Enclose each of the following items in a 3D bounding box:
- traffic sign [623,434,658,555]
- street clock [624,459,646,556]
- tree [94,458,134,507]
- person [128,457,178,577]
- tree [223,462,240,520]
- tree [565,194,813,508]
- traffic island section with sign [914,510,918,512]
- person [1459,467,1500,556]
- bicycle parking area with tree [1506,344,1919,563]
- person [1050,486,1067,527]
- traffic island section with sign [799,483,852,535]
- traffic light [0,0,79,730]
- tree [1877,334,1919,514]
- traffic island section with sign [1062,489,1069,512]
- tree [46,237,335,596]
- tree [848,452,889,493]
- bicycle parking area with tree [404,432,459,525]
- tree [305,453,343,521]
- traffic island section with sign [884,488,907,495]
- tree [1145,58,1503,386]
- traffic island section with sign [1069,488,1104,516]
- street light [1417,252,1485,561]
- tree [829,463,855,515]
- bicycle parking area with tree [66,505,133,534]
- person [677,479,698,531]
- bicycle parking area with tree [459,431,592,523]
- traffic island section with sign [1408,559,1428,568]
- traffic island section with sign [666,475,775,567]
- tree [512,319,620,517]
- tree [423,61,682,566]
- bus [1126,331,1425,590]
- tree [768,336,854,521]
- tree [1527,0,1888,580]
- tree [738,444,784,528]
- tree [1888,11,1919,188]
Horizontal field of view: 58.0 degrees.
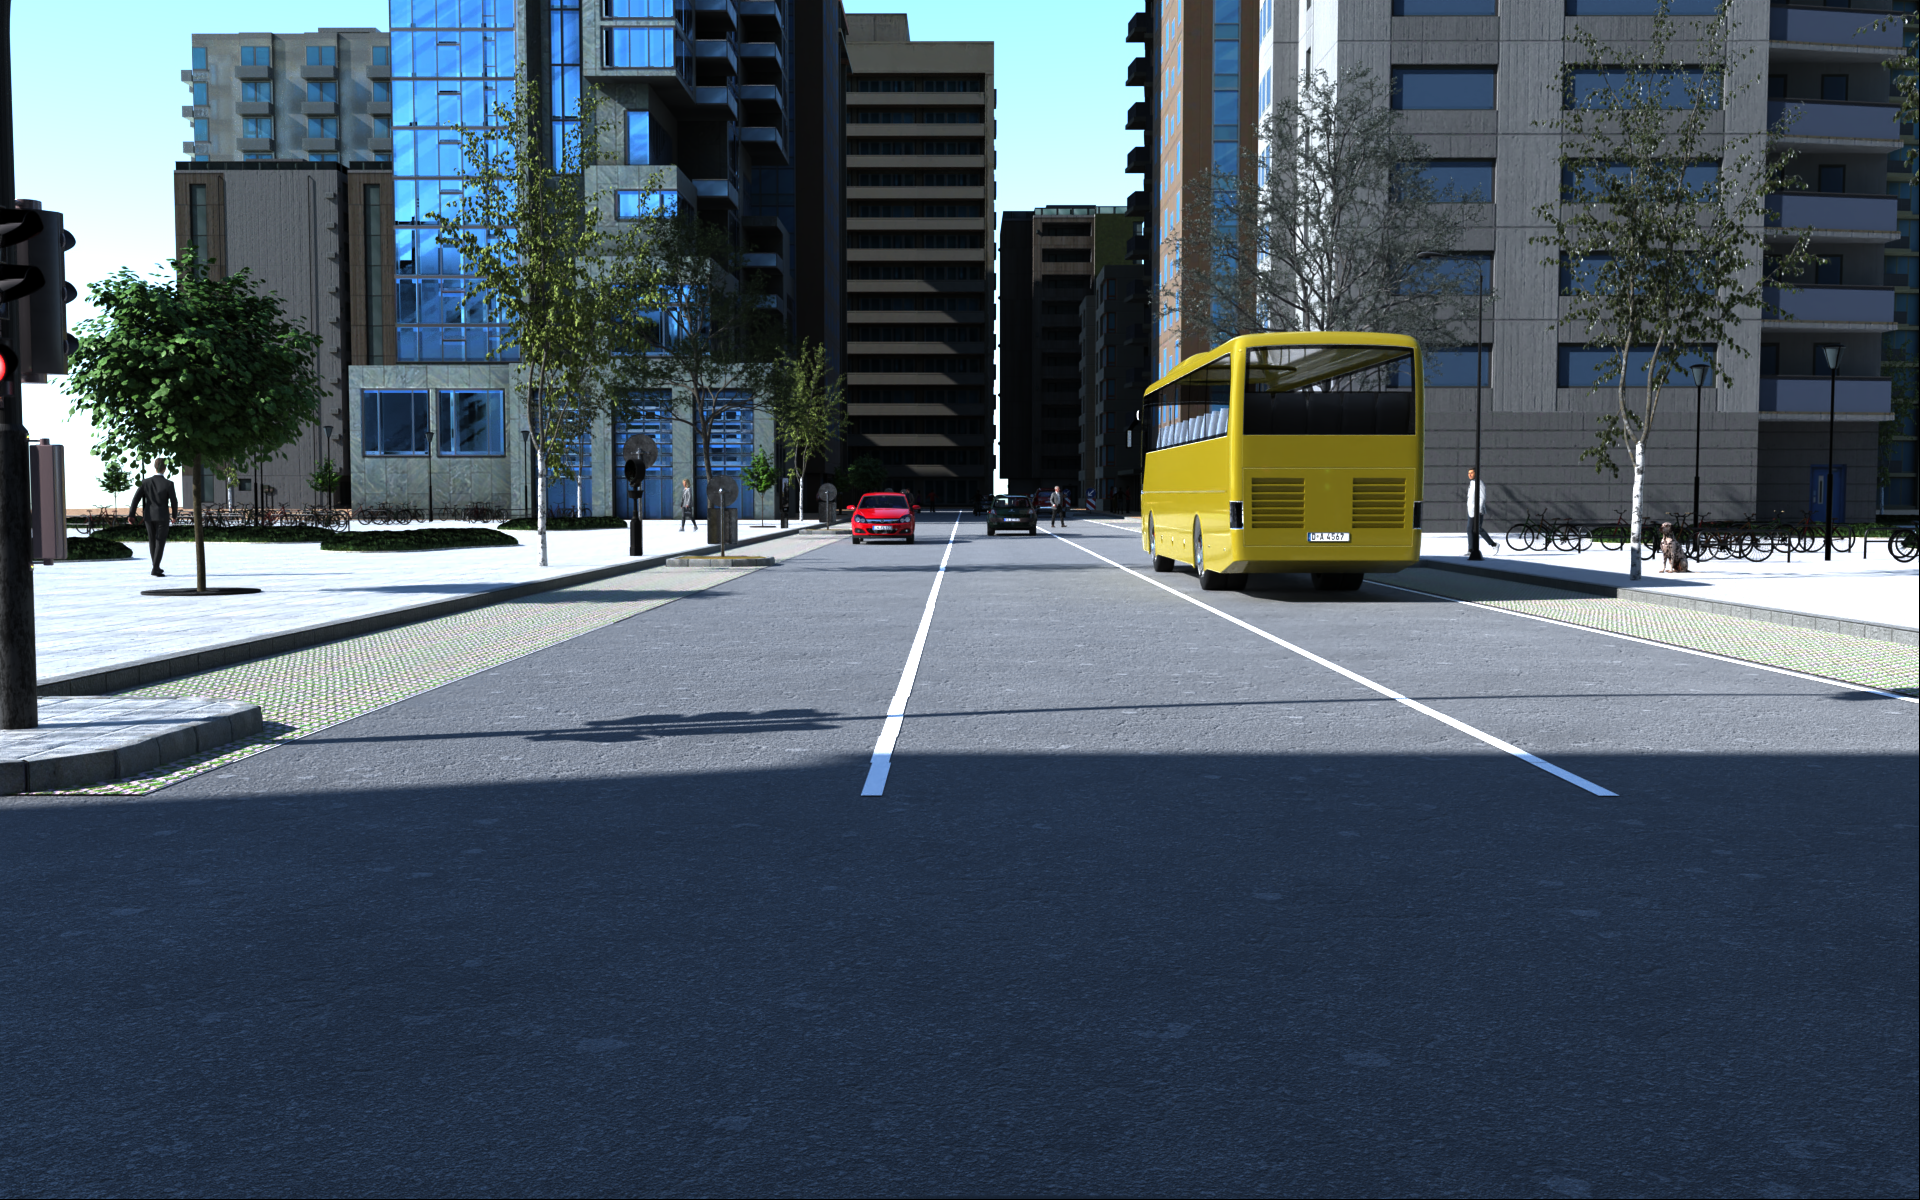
[{"bbox_3d":[-6.774,-2.237,36.686,0.768,2.556,0.104,0,4,7],"label":"traffic sign"},{"bbox_3d":[-6.719,-1.913,35.853,0.358,2.002,0.471,-3,5,-43],"label":"street clock"},{"bbox_3d":[-39.036,-5.209,79.772,1.663,3.219,1.824,0,3,0],"label":"tree"},{"bbox_3d":[-12.514,-1.297,27.030,0.659,1.850,0.755,0,4,-4],"label":"person"},{"bbox_3d":[-34.644,-8.020,81.489,4.737,8.622,4.395,0,3,0],"label":"tree"},{"bbox_3d":[-8.051,-7.330,54.251,7.601,10.594,8.767,1,4,19],"label":"tree"},{"bbox_3d":[-4.399,-7.933,138.337,1.989,1.847,2.006,0,4,0],"label":"traffic island section with sign"},{"bbox_3d":[10.786,-1.839,35.952,0.795,1.843,0.661,0,4,-1],"label":"person"},{"bbox_3d":[16.391,-2.989,35.871,9.016,4.147,8.231,1,4,9],"label":"bicycle parking area with tree"},{"bbox_3d":[4.226,-4.005,74.388,0.661,1.777,0.834,-3,4,-39],"label":"person"},{"bbox_3d":[-4.668,-3.249,61.744,1.989,1.847,2.006,0,4,0],"label":"traffic island section with sign"},{"bbox_3d":[-3.063,-2.125,9.405,4.771,5.953,1.251,0,4,0],"label":"traffic light"},{"bbox_3d":[41.999,-7.878,79.164,4.737,8.622,4.395,0,3,0],"label":"tree"},{"bbox_3d":[8.431,-7.997,139.373,1.989,1.847,2.006,0,4,0],"label":"traffic island section with sign"},{"bbox_3d":[-9.898,-2.367,22.406,4.285,4.588,4.351,0,3,0],"label":"tree"},{"bbox_3d":[-7.173,-9.242,134.827,4.285,4.588,4.351,0,3,0],"label":"tree"},{"bbox_3d":[-26.838,-5.101,70.395,9.016,4.147,8.231,1,4,22],"label":"bicycle parking area with tree"},{"bbox_3d":[-30.182,-5.384,82.630,1.663,3.219,1.824,0,3,0],"label":"tree"},{"bbox_3d":[-4.497,-6.278,111.270,1.989,1.847,2.006,0,4,0],"label":"traffic island section with sign"},{"bbox_3d":[10.341,-8.498,49.312,12.009,13.543,11.850,0,3,0],"label":"tree"},{"bbox_3d":[8.329,-6.348,112.418,1.989,1.847,2.006,0,4,0],"label":"traffic island section with sign"},{"bbox_3d":[9.452,-3.720,33.369,1.470,5.913,1.316,0,4,0],"label":"street light"},{"bbox_3d":[-7.427,-6.823,106.163,1.663,3.219,1.824,0,3,0],"label":"tree"},{"bbox_3d":[-24.653,-4.253,56.539,9.016,4.147,8.231,2,4,30],"label":"bicycle parking area with tree"},{"bbox_3d":[-9.319,-3.253,59.409,0.728,1.800,0.709,-2,4,-30],"label":"person"},{"bbox_3d":[-22.024,-5.658,79.504,8.231,4.147,9.016,2,4,33],"label":"bicycle parking area with tree"},{"bbox_3d":[8.043,-1.573,34.354,1.989,1.847,2.006,0,4,0],"label":"traffic island section with sign"},{"bbox_3d":[-4.769,-1.600,34.789,1.989,1.847,2.006,0,4,0],"label":"traffic island section with sign"},{"bbox_3d":[-15.796,-7.363,70.743,4.360,8.622,3.978,0,3,0],"label":"tree"},{"bbox_3d":[-7.196,-4.909,30.625,4.737,8.622,4.395,0,3,0],"label":"tree"},{"bbox_3d":[4.778,-2.268,28.621,2.896,3.916,12.252,0,4,0],"label":"bus"},{"bbox_3d":[-7.363,-8.042,81.857,4.737,8.622,4.395,0,3,0],"label":"tree"},{"bbox_3d":[10.282,-4.605,25.660,4.360,8.622,3.978,0,3,0],"label":"tree"},{"bbox_3d":[-7.728,-4.401,66.551,1.663,3.219,1.824,0,3,0],"label":"tree"},{"bbox_3d":[10.988,-4.088,17.206,4.360,8.622,3.978,0,3,0],"label":"tree"}]
